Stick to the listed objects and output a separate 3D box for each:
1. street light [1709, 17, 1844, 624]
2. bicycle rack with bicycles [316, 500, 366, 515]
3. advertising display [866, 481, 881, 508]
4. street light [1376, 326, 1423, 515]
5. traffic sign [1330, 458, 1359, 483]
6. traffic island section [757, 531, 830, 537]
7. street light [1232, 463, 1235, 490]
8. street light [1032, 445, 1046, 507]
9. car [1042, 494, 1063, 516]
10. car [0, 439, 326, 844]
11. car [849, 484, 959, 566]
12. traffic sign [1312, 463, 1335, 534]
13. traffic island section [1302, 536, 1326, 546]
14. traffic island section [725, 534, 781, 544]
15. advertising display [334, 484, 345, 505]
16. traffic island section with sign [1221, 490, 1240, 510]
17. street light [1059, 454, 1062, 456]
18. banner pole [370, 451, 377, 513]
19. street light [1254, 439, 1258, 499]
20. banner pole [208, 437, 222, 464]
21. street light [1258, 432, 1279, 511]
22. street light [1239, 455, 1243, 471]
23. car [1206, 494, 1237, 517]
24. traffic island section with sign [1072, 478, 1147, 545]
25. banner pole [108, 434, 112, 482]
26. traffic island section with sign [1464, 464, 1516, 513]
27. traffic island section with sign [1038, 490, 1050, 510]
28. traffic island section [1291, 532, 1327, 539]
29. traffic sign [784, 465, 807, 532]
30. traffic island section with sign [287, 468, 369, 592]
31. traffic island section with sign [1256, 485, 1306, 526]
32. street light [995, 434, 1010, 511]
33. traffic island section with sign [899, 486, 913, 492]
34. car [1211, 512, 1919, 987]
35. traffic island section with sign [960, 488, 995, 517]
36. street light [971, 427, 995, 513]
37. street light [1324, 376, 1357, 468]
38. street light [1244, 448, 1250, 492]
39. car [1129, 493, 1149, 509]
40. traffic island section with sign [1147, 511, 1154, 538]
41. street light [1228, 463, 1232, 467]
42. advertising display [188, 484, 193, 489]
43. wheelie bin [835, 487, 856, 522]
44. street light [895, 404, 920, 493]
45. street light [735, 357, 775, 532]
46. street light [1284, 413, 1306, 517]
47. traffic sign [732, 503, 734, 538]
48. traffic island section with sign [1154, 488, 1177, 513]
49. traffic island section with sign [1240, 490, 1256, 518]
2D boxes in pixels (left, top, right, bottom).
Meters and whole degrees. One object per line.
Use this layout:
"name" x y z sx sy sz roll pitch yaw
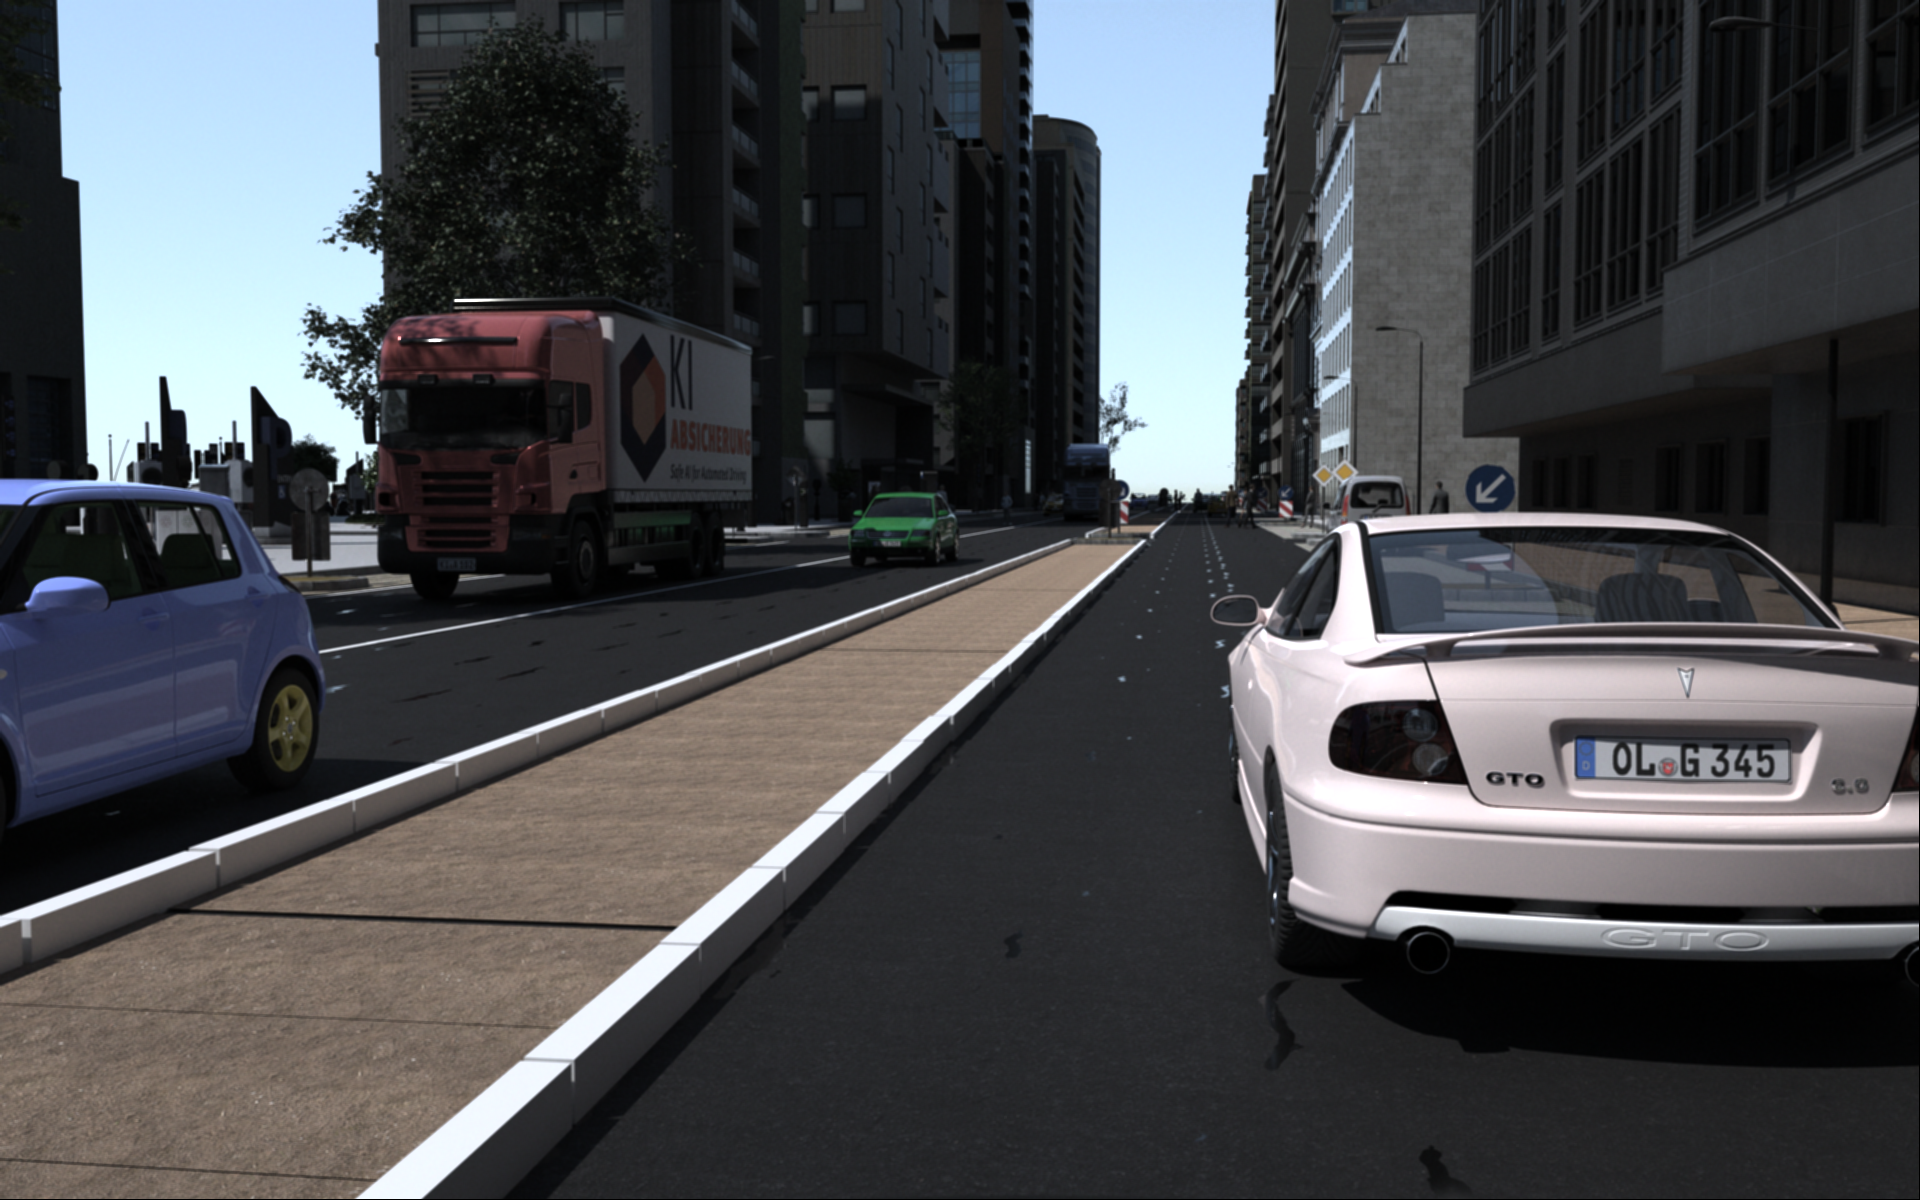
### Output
"street light" 8.004 -2.718 16.985 1.470 5.913 1.316 0 4 8
"bicycle rack with bicycles" -37.915 -5.700 106.575 2.925 0.926 2.852 0 4 5
"advertising display" -4.174 -4.806 83.796 0.123 1.923 0.974 3 5 39
"street light" 12.188 -4.614 47.984 1.470 5.913 1.316 0 4 8
"traffic sign" 10.733 -2.736 48.376 0.795 2.450 0.064 0 4 8
"traffic island section" -5.586 -2.230 58.746 2.009 0.180 2.903 0 4 8
"street light" 36.613 -15.509 226.115 1.470 5.913 1.316 0 4 8
"street light" 7.524 -11.801 165.487 1.470 5.913 1.316 0 4 8
"car" 6.388 -6.303 113.285 2.015 1.641 3.980 0 4 7
"car" -4.221 0.144 7.235 1.945 1.707 3.694 0 4 7
"car" -1.111 -1.650 35.767 1.959 1.807 4.718 0 4 7
"traffic sign" 11.818 -3.220 56.287 0.795 2.450 0.064 0 4 8
"traffic island section" 10.758 -1.601 48.450 2.009 0.180 2.903 0 4 8
"traffic island section" -6.671 -1.746 50.834 2.009 0.180 2.903 0 4 8
"advertising display" -41.862 -6.824 116.793 0.123 1.923 0.974 2 4 30
"traffic island section with sign" 28.736 -10.601 181.951 1.989 1.847 2.006 0 4 8
"street light" 11.780 -13.703 196.585 1.470 5.913 1.316 0 4 8
"banner pole" -29.730 -6.031 88.630 0.863 3.779 0.401 2 4 34
"street light" 25.403 -10.531 144.716 1.470 5.913 1.316 0 4 8
"banner pole" -32.436 -5.237 75.648 0.401 3.779 0.863 2 4 26
"street light" 23.320 -9.617 129.785 1.470 5.913 1.316 0 4 8
"street light" 33.865 -14.301 206.357 1.470 5.913 1.316 0 4 8
"car" 16.693 -6.132 110.485 2.015 1.641 3.980 1 4 9
"traffic island section with sign" 4.249 -2.535 49.580 2.006 1.907 1.989 0 4 8
"banner pole" -35.523 -5.043 72.471 0.401 3.779 0.863 -2 4 -24
"traffic island section with sign" 7.061 -0.932 23.866 1.989 1.847 2.006 0 4 8
"traffic island section with sign" 7.942 -9.100 157.410 1.989 1.847 2.006 0 4 8
"traffic island section" 11.842 -2.084 56.361 2.009 0.180 2.903 0 4 8
"traffic sign" -5.562 -3.366 58.681 0.795 2.450 0.064 0 4 8
"traffic island section with sign" -10.063 -1.066 26.055 1.989 1.847 2.006 0 4 8
"traffic island section with sign" 14.392 -4.200 77.299 1.989 1.847 2.006 0 4 8
"street light" 3.381 -9.915 134.655 1.470 5.913 1.316 0 4 8
"traffic island section with sign" -2.553 -4.416 80.825 1.989 1.847 2.006 0 4 8
"car" 2.014 0.356 6.534 2.083 1.381 4.827 0 4 6
"traffic island section with sign" 1.111 -6.049 107.531 1.989 1.847 2.006 0 4 8
"street light" 1.478 -9.039 120.333 1.470 5.913 1.316 0 4 8
"street light" 14.995 -5.846 68.126 1.470 5.913 1.316 0 4 8
"street light" 29.674 -12.415 175.531 1.470 5.913 1.316 0 4 8
"car" 17.606 -9.820 170.154 1.945 1.707 3.694 0 4 6
"traffic island section with sign" 5.265 -2.984 56.917 2.006 1.907 1.989 0 4 8
"street light" 40.873 -17.394 256.932 1.470 5.913 1.316 0 4 8
"advertising display" -49.295 -6.490 111.328 0.974 1.923 0.123 3 4 37
"wheelie bin" -5.177 -4.314 78.450 0.980 1.594 0.693 0 4 1
"street light" -2.771 -7.154 89.515 1.470 5.913 1.316 0 4 8
"street light" -6.932 -5.269 58.685 1.470 5.913 1.316 0 4 8
"street light" 19.177 -7.732 98.953 1.470 5.913 1.316 0 4 8
"traffic sign" -6.646 -2.882 50.769 0.795 2.450 0.064 0 4 8
"traffic island section with sign" 15.459 -7.537 131.364 2.006 1.907 1.989 0 4 8
"traffic island section with sign" 18.213 -5.906 105.196 1.989 1.847 2.006 0 4 8
